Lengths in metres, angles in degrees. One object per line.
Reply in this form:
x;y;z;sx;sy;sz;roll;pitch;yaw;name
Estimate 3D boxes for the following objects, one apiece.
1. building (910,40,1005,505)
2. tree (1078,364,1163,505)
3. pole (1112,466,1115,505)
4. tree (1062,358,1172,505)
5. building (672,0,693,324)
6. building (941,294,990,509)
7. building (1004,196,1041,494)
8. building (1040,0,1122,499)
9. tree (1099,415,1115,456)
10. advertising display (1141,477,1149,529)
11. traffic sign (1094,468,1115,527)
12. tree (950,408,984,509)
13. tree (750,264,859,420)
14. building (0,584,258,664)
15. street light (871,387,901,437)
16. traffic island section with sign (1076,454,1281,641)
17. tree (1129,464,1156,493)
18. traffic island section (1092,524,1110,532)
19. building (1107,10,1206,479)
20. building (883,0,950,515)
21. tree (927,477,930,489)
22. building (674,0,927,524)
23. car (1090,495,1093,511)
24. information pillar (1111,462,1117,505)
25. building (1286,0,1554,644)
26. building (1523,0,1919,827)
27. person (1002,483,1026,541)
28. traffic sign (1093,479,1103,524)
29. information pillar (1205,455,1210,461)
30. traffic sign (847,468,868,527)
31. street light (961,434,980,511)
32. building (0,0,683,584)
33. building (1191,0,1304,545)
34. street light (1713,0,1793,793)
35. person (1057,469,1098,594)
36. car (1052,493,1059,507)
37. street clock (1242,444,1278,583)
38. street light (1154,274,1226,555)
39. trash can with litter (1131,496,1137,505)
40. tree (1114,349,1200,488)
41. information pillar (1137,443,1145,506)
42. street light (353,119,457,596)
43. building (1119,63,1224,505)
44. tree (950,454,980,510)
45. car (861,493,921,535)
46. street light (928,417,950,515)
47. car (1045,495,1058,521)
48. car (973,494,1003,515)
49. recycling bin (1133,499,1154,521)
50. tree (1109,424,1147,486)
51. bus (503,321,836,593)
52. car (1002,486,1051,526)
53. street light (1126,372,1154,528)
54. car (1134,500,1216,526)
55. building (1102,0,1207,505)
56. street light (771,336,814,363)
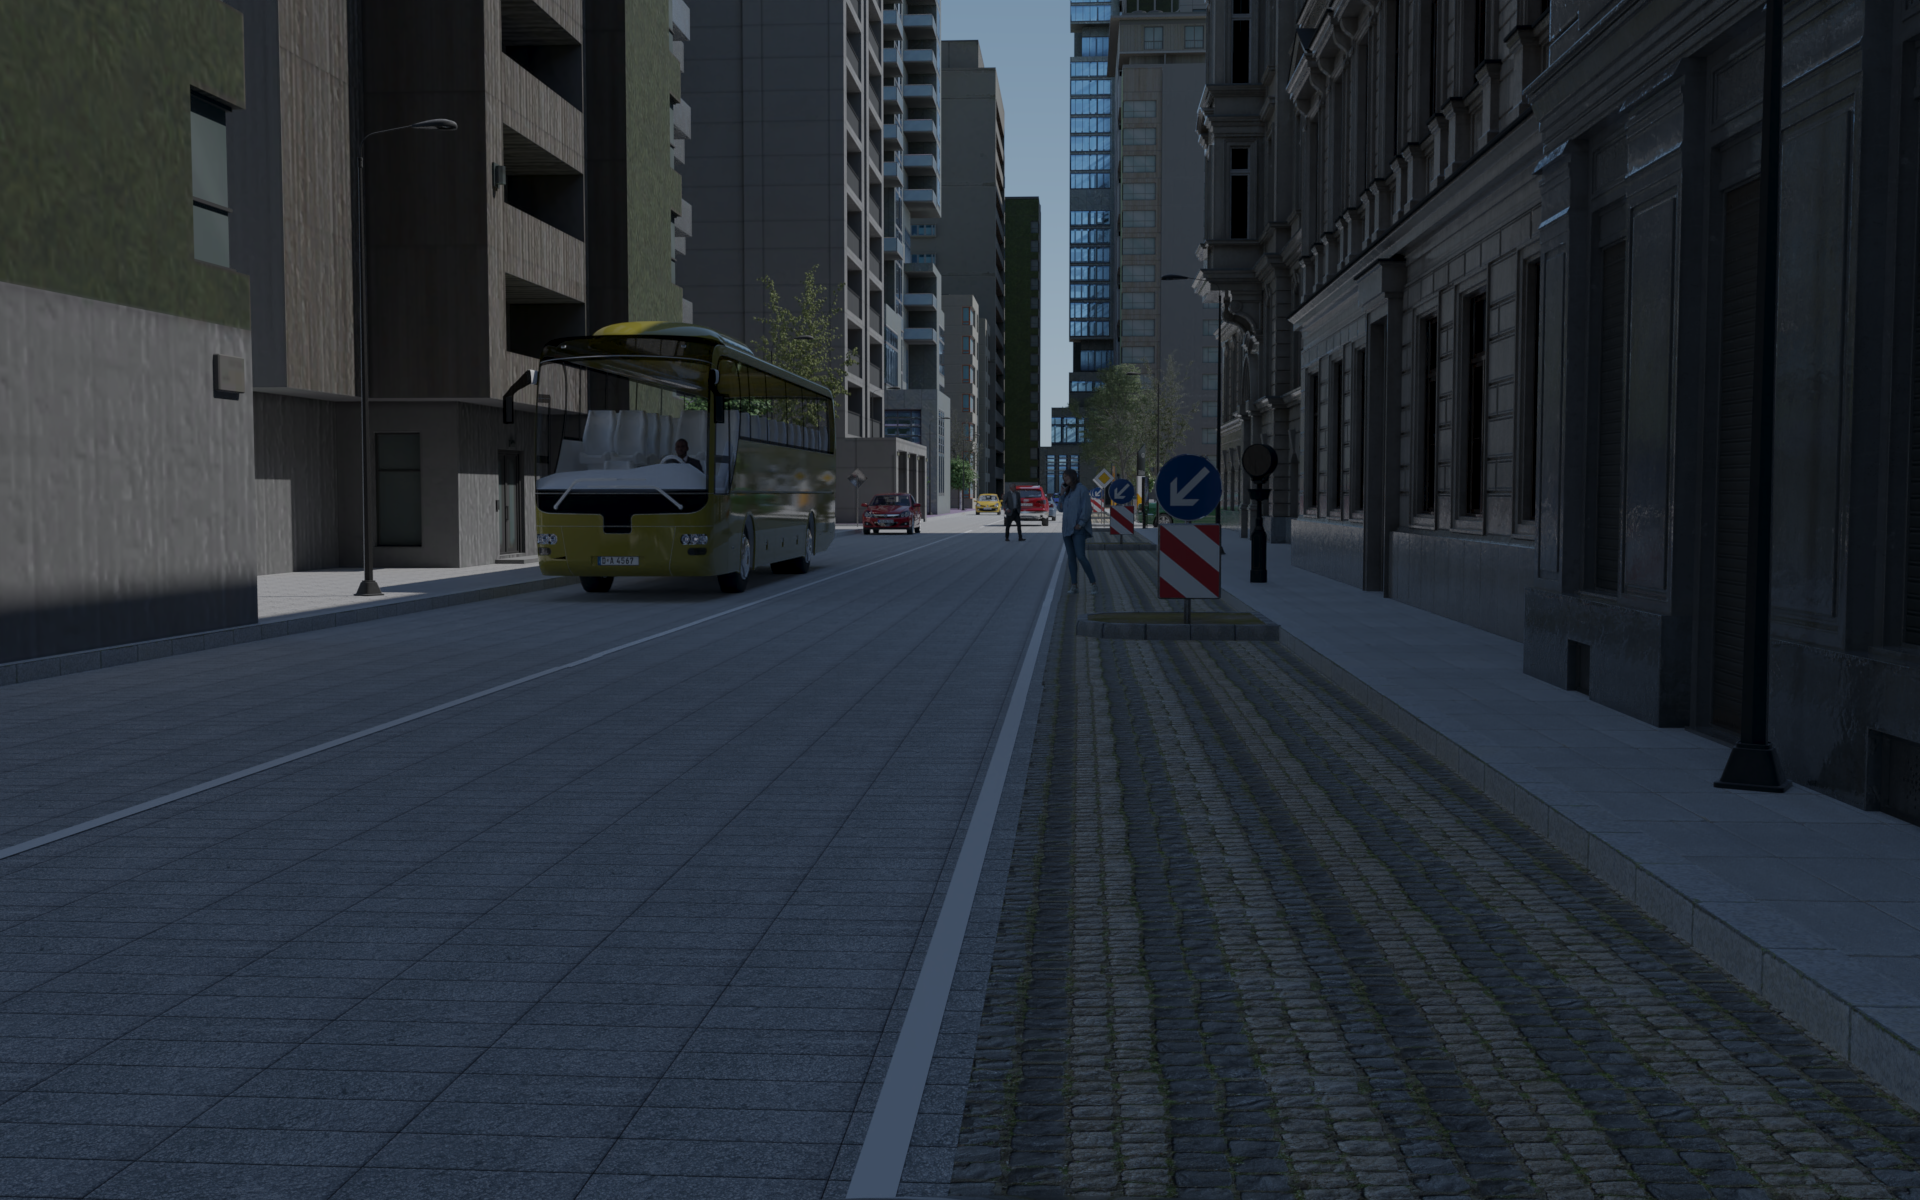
-6.235;-34.646;190.166;21.300;48.544;21.600;0;4;4;building
14.019;-14.233;150.833;7.486;12.596;7.792;0;3;0;tree
11.159;-8.072;125.821;0.158;3.312;0.155;0;3;0;pole
11.154;-11.290;119.006;7.601;10.594;8.767;2;4;33;tree
-25.196;-26.808;57.921;30.456;49.044;23.786;0;4;4;building
-11.697;-19.611;165.674;27.650;21.520;28.899;0;4;4;building
4.198;-34.049;240.295;14.086;41.232;14.154;0;4;4;building
26.973;-56.809;241.492;31.000;86.520;22.319;0;4;4;building
13.243;-11.500;138.394;4.360;8.622;3.978;0;3;0;tree
6.877;-3.614;64.304;0.123;1.923;0.974;1;4;16;advertising display
5.541;-3.848;66.565;0.795;2.450;0.064;0;4;4;traffic sign
0.075;-12.029;147.030;4.360;8.622;3.978;0;3;0;tree
-5.342;-6.478;56.275;4.737;8.622;4.395;0;3;0;tree
-14.439;-14.569;9.910;14.160;30.474;14.107;0;4;4;building
-3.261;-6.267;75.015;1.470;5.913;1.316;0;4;4;street light
2.194;-0.561;17.797;1.989;1.847;2.006;0;4;4;traffic island section with sign
11.835;-7.067;110.150;1.663;3.219;1.824;0;3;0;tree
5.565;-2.713;66.640;2.009;0.180;2.903;0;4;4;traffic island section
30.415;-36.631;188.160;28.713;52.752;27.495;0;4;4;building
-11.453;-49.396;120.291;22.319;86.520;31.000;0;4;4;building
-2.501;-6.477;100.501;1.663;3.219;1.824;0;3;0;tree
-12.219;-39.477;83.708;20.563;71.187;20.611;0;4;4;building
9.924;-7.382;132.695;2.014;1.417;4.499;0;4;3;car
11.399;-8.381;128.389;0.504;3.616;0.183;-2;4;-35;information pillar
10.034;-9.581;21.275;10.561;19.102;19.286;0;4;4;building
8.092;-9.383;2.566;9.793;20.994;18.267;0;4;4;building
1.641;-2.659;52.379;0.661;1.777;0.834;-2;4;-35;person
6.093;-4.336;74.531;0.795;2.450;0.064;0;4;4;traffic sign
14.860;-6.892;104.039;0.183;3.616;0.504;-2;4;-25;information pillar
-3.979;-3.890;67.242;0.795;2.450;0.064;0;4;4;traffic sign
0.814;-9.889;134.218;1.470;5.913;1.316;0;4;4;street light
-13.768;-15.942;32.353;14.160;30.474;14.107;0;4;4;building
13.882;-14.016;48.241;14.460;24.649;34.723;0;4;4;building
2.943;-2.136;7.471;1.470;5.913;1.316;0;4;4;street light
1.692;-0.978;24.755;0.793;1.790;0.793;1;4;22;person
9.375;-9.360;162.620;1.945;1.707;3.694;0;4;3;car
4.325;-1.251;25.026;0.471;2.002;0.358;2;4;35;street clock
4.945;-3.926;36.732;1.470;5.913;1.316;0;4;4;street light
10.419;-5.498;101.282;0.624;1.170;1.055;-1;4;-18;trash can with litter
10.284;-8.476;88.950;4.360;8.622;3.978;0;3;0;tree
8.367;-5.420;79.964;0.504;3.616;0.183;-3;5;-41;information pillar
-6.928;-3.004;21.660;1.470;5.913;1.316;0;4;4;street light
22.587;-29.643;168.251;14.154;41.232;14.086;0;4;4;building
-0.057;-9.651;141.506;4.285;4.588;4.351;0;3;0;tree
-2.438;-3.272;62.536;2.155;1.783;4.494;0;4;4;car
-1.274;-8.080;104.649;1.470;5.913;1.316;0;4;4;street light
4.331;-4.997;93.696;2.014;1.417;4.499;0;4;3;car
1.956;-6.675;119.359;2.015;1.641;3.980;0;4;3;car
8.624;-4.213;81.443;0.722;1.027;0.722;-3;5;-39;recycling bin
15.265;-12.759;158.969;4.737;8.622;4.395;0;3;0;tree
-4.101;-2.256;28.431;2.896;3.916;12.252;0;4;4;bus
3.024;-4.299;78.954;2.281;1.827;5.304;0;4;2;car
7.012;-5.719;66.046;1.470;5.913;1.316;0;4;4;street light
9.518;-3.557;69.948;4.920;1.459;2.131;0;4;2;car
27.981;-47.336;212.193;20.563;71.187;20.611;0;4;4;building
-4.990;-4.794;50.926;1.470;5.913;1.316;0;4;4;street light
